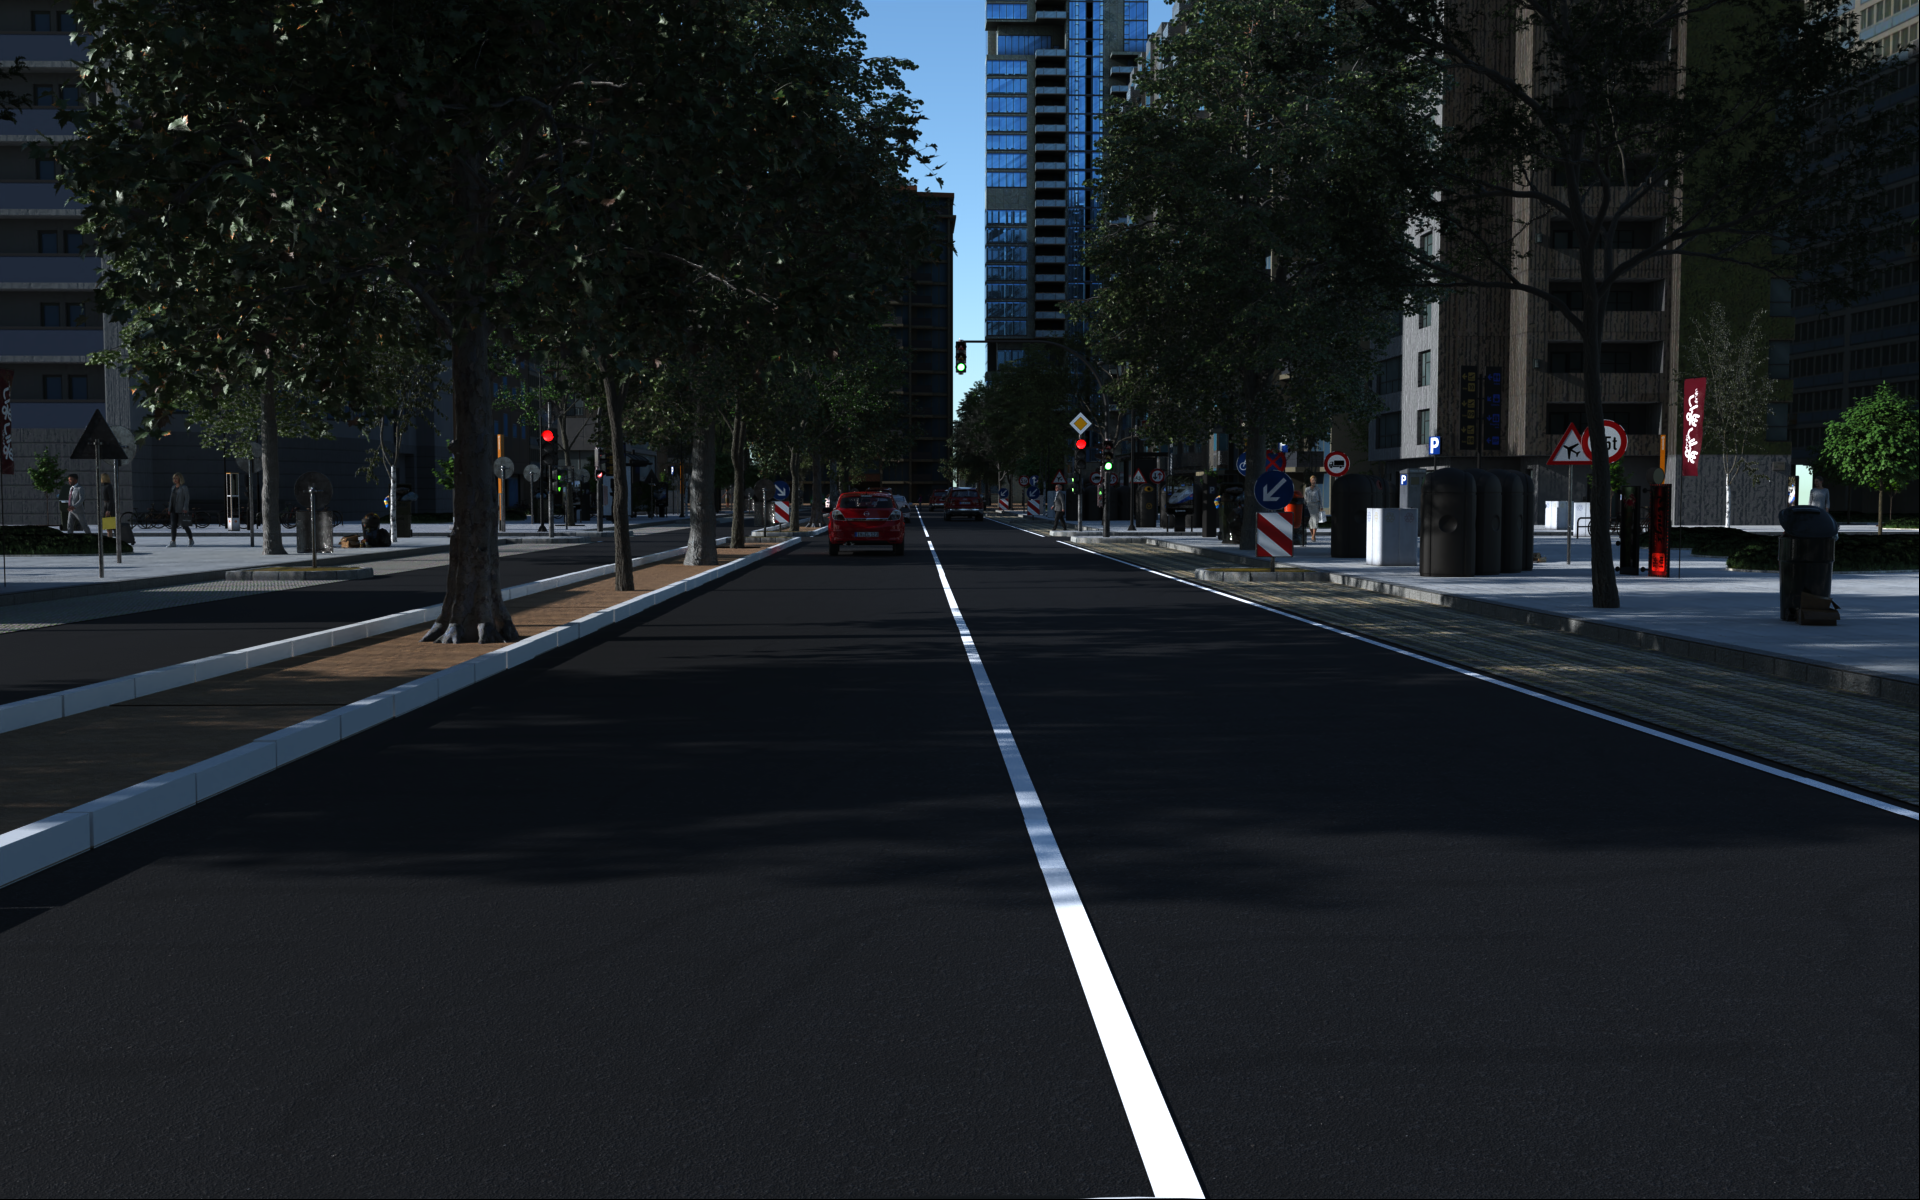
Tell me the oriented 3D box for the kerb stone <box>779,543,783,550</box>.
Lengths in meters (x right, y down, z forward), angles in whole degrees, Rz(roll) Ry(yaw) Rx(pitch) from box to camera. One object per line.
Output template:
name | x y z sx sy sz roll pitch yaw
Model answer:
kerb stone | -4.581 -1.291 43.354 0.120 0.150 1.000 0 4 -2

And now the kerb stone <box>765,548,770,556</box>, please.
kerb stone | -4.466 -1.042 39.237 0.120 0.150 1.000 0 4 -2

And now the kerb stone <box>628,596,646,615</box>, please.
kerb stone | -3.943 0.085 20.800 0.120 0.150 1.000 0 4 -2

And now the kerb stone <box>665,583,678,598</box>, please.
kerb stone | -4.043 -0.095 23.865 0.120 0.150 1.000 0 4 -2

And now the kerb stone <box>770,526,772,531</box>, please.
kerb stone | -7.304 -2.640 65.356 0.120 0.150 1.000 0 4 -2

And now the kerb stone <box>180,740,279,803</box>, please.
kerb stone | -3.607 0.845 8.515 0.120 0.150 1.000 0 4 -2

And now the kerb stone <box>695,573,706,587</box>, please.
kerb stone | -4.116 -0.287 26.937 0.120 0.150 1.000 0 4 -2

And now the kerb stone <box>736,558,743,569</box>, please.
kerb stone | -4.297 -0.661 33.093 0.120 0.150 1.000 0 4 -2

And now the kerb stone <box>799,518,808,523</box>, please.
kerb stone | -7.940 -4.017 87.869 0.120 0.150 1.000 0 4 -2

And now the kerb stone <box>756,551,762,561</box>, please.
kerb stone | -4.413 -0.916 37.178 0.120 0.150 1.000 0 4 -2

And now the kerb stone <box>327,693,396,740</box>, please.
kerb stone | -3.668 0.712 10.561 0.120 0.150 1.000 0 4 -2

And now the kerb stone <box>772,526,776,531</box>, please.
kerb stone | -7.360 -2.757 67.400 0.120 0.150 1.000 0 4 -2

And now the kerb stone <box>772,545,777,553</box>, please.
kerb stone | -4.524 -1.168 41.290 0.120 0.150 1.000 0 4 -2

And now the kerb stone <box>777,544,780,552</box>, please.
kerb stone | -4.556 -1.230 42.317 0.120 0.150 1.000 0 4 -2

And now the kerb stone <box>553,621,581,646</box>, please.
kerb stone | -3.834 0.338 16.699 0.120 0.150 1.000 0 4 -2

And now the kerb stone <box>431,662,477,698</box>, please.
kerb stone | -3.721 0.591 12.609 0.120 0.150 1.000 0 4 -2

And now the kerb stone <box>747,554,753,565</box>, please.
kerb stone | -4.356 -0.791 35.135 0.120 0.150 1.000 0 4 -2

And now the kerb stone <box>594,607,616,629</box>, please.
kerb stone | -3.898 0.211 18.750 0.120 0.150 1.000 0 4 -2

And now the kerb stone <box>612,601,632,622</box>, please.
kerb stone | -3.914 0.148 19.776 0.120 0.150 1.000 0 4 -2

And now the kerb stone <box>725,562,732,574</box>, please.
kerb stone | -4.239 -0.533 31.030 0.120 0.150 1.000 0 4 -2

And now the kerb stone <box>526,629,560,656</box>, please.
kerb stone | -3.810 0.401 15.676 0.120 0.150 1.000 0 4 -2

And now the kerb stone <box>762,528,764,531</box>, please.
kerb stone | -7.218 -2.446 62.287 0.120 0.150 1.000 0 4 -2

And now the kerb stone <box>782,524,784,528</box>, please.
kerb stone | -7.477 -3.011 71.488 0.120 0.150 1.000 0 4 -2

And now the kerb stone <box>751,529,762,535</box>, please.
kerb stone | -7.191 -2.390 61.265 0.120 0.150 1.000 0 4 -2

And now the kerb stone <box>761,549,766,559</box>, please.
kerb stone | -4.436 -0.974 38.207 0.120 0.150 1.000 0 4 -2

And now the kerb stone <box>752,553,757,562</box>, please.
kerb stone | -4.388 -0.852 36.157 0.120 0.150 1.000 0 4 -2

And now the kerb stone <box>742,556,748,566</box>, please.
kerb stone | -4.325 -0.727 34.114 0.120 0.150 1.000 0 4 -2

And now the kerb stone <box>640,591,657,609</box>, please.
kerb stone | -3.984 0.023 21.822 0.120 0.150 1.000 0 4 -2

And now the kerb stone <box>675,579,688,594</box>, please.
kerb stone | -4.072 -0.163 24.886 0.120 0.150 1.000 0 4 -2

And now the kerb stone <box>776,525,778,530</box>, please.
kerb stone | -7.393 -2.827 68.422 0.120 0.150 1.000 0 4 -2

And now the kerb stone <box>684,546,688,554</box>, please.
kerb stone | -6.628 -1.167 41.302 0.120 0.150 1.000 0 4 -2

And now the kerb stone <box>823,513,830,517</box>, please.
kerb stone | -8.624 -5.520 112.448 0.120 0.150 1.000 0 4 -2

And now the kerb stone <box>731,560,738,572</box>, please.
kerb stone | -4.270 -0.592 32.065 0.120 0.150 1.000 0 4 -2

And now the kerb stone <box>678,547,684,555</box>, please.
kerb stone | -6.598 -1.103 40.273 0.120 0.150 1.000 0 4 -2

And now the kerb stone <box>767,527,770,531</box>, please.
kerb stone | -7.270 -2.577 64.332 0.120 0.150 1.000 0 4 -2

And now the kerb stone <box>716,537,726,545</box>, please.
kerb stone | -6.866 -1.667 49.509 0.120 0.150 1.000 0 4 -2

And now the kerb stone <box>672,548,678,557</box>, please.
kerb stone | -6.572 -1.043 39.243 0.120 0.150 1.000 0 4 -2

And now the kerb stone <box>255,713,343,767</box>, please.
kerb stone | -3.639 0.774 9.536 0.120 0.150 1.000 0 4 -2

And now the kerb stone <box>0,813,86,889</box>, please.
kerb stone | -3.549 0.962 6.471 0.120 0.150 1.000 0 4 -2

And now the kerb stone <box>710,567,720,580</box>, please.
kerb stone | -4.180 -0.415 28.980 0.120 0.150 1.000 0 4 -2

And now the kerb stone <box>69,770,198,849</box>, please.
kerb stone | -3.574 0.899 7.493 0.120 0.150 1.000 0 4 -2

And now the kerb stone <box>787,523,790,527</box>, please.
kerb stone | -7.585 -3.265 75.584 0.120 0.150 1.000 0 4 -2

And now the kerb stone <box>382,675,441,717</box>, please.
kerb stone | -3.689 0.649 11.583 0.120 0.150 1.000 0 4 -2

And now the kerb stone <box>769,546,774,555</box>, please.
kerb stone | -4.491 -1.100 40.264 0.120 0.150 1.000 0 4 -2

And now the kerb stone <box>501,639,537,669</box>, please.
kerb stone | -3.771 0.464 14.655 0.120 0.150 1.000 0 4 -2

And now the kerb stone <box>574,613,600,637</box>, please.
kerb stone | -3.859 0.273 17.728 0.120 0.150 1.000 0 4 -2

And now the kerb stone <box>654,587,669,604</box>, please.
kerb stone | -4.007 -0.036 22.844 0.120 0.150 1.000 0 4 -2

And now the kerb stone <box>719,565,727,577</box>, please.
kerb stone | -4.202 -0.475 30.007 0.120 0.150 1.000 0 4 -2

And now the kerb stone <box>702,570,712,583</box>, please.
kerb stone | -4.155 -0.348 27.959 0.120 0.150 1.000 0 4 -2

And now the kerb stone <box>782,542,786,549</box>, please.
kerb stone | -4.612 -1.353 44.376 0.120 0.150 1.000 0 4 -2

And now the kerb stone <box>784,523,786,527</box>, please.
kerb stone | -7.501 -3.077 72.510 0.120 0.150 1.000 0 4 -2

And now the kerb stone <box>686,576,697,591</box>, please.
kerb stone | -4.089 -0.227 25.908 0.120 0.150 1.000 0 4 -2

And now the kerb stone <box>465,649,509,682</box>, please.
kerb stone | -3.750 0.527 13.632 0.120 0.150 1.000 0 4 -2

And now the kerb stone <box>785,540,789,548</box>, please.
kerb stone | -4.639 -1.419 45.397 0.120 0.150 1.000 0 4 -2
